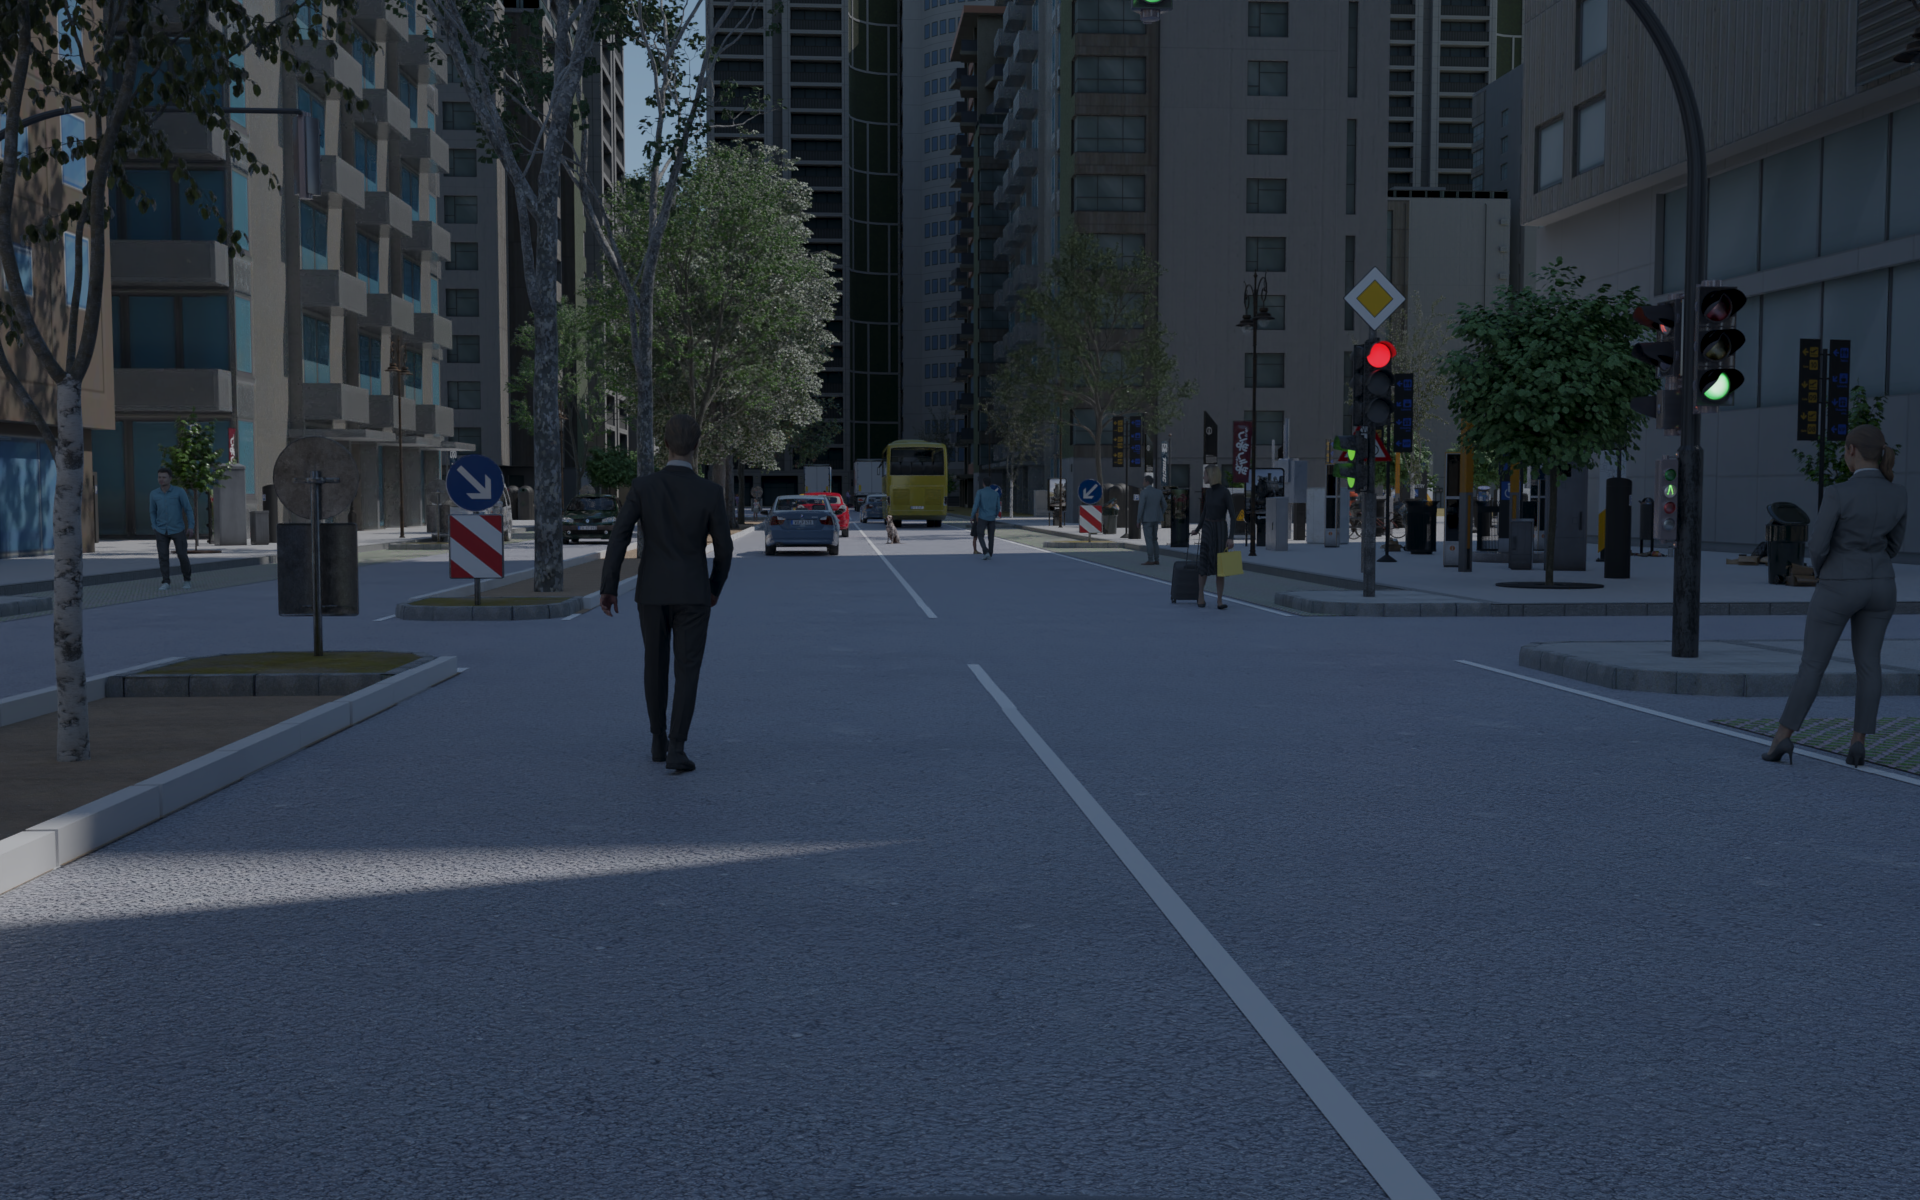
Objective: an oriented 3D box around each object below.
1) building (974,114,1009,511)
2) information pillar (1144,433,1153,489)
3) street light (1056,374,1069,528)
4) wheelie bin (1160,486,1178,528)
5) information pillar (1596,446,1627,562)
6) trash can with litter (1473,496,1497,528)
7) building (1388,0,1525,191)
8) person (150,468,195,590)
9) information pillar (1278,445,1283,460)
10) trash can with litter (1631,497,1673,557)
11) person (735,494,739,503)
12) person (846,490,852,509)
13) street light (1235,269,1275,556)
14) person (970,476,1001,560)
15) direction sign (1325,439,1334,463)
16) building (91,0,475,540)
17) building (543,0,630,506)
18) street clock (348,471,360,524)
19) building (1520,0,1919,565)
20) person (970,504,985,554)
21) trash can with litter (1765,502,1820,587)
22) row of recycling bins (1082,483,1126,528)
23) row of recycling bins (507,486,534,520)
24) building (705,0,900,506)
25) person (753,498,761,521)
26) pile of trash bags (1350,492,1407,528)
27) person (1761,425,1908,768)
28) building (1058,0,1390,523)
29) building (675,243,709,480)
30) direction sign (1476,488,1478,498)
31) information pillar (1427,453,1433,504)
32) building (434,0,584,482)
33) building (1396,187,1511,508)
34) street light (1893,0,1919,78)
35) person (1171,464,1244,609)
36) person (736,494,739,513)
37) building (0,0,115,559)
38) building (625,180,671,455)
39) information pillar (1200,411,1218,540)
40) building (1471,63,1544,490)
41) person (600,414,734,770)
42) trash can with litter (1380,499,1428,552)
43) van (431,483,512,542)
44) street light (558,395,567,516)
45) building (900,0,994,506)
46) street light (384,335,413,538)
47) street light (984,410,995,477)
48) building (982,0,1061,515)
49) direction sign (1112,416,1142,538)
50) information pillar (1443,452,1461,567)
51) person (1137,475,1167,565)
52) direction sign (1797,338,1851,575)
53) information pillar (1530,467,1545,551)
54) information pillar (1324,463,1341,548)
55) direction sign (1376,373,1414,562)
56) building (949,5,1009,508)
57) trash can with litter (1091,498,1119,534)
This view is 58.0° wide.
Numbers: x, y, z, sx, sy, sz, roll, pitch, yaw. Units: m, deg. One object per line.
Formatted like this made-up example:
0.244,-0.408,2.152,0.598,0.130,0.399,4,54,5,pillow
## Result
7.895,-22.245,135.406,14.160,30.474,14.107,0,4,-4,building
7.299,-4.629,67.037,0.183,3.616,0.504,3,5,41,information pillar
3.833,-5.692,65.851,0.468,5.910,1.993,0,4,-4,street light
7.928,-3.502,65.171,0.980,1.594,0.693,3,5,39,wheelie bin
12.297,-2.526,32.653,0.504,3.616,0.183,1,4,19,information pillar
20.687,-3.338,65.629,2.233,1.210,1.678,3,5,42,trash can with litter
52.507,-46.285,195.005,20.611,71.187,20.563,0,4,-4,building
-11.773,-1.065,25.924,0.660,1.820,0.620,-1,4,-8,person
13.956,-5.101,74.758,0.504,3.616,0.183,0,4,6,information pillar
14.242,-1.529,36.055,1.678,1.210,2.233,0,4,-2,trash can with litter
-15.098,-6.492,117.882,0.697,1.427,0.421,0,4,7,person
-10.910,-9.932,170.754,0.599,1.838,0.709,-1,4,-14,person
6.068,-3.850,35.736,0.468,5.910,1.993,0,4,-4,street light
0.584,-1.787,37.743,0.660,1.820,0.620,-2,4,-26,person
15.269,-4.871,71.637,0.379,3.537,0.876,2,4,31,direction sign
-30.794,-26.898,59.398,23.786,49.044,30.456,0,4,-4,building
-35.533,-42.841,138.702,20.563,71.187,20.611,0,4,-4,building
-17.372,-2.747,49.487,0.471,2.002,0.358,2,4,27,street clock
29.301,-27.213,34.174,27.495,52.752,28.713,0,4,-4,building
0.425,-1.725,41.373,0.373,1.253,0.362,0,4,-6,person
11.790,-0.794,24.369,0.624,1.170,1.055,0,4,0,trash can with litter
5.633,-3.669,67.100,1.069,1.692,3.534,-1,4,-18,row of recycling bins
-22.588,-4.825,86.008,3.534,1.692,1.069,2,4,27,row of recycling bins
-16.912,-46.008,190.475,20.611,71.187,20.563,0,4,-4,building
-10.590,-4.705,90.448,0.505,1.210,0.382,1,4,16,person
15.670,-3.445,66.071,1.912,1.369,3.447,-1,4,-20,pile of trash bags
4.621,-0.022,9.140,0.520,1.790,0.573,-1,4,-23,person
11.430,-18.987,82.140,14.160,30.474,14.107,0,4,-4,building
-34.350,-25.370,186.507,14.107,30.474,14.160,0,4,-4,building
24.556,-5.518,82.220,0.876,3.537,0.379,2,4,33,direction sign
26.651,-6.538,98.248,0.504,3.616,0.183,-3,5,-39,information pillar
-29.922,-20.156,101.248,14.160,30.474,14.107,0,4,-4,building
43.411,-24.162,166.757,14.107,30.474,14.160,0,4,-4,building
7.836,-2.482,13.361,0.468,5.910,1.993,0,4,-4,street light
3.142,-0.813,22.016,0.699,1.804,1.509,0,4,-2,person
-16.759,-7.236,130.032,0.599,1.433,0.991,0,4,-4,person
-25.055,-23.207,29.550,14.600,45.320,14.200,0,4,-4,building
-34.859,-23.824,161.229,14.107,30.474,14.160,0,4,-4,building
7.036,-3.512,48.780,0.504,3.616,0.183,-3,4,-36,information pillar
58.450,-29.592,167.428,14.086,41.232,14.154,0,4,-4,building
-1.512,-0.051,9.115,0.659,1.850,0.755,0,4,-2,person
9.959,-1.666,38.627,1.055,1.170,0.624,0,4,-7,trash can with litter
-14.271,-2.670,50.674,2.013,2.044,4.112,0,4,-3,van
-18.664,-6.629,81.165,0.468,5.910,1.993,0,4,-4,street light
7.518,-39.764,192.143,28.212,58.520,21.231,0,4,-4,building
-16.331,-4.755,50.533,0.468,5.910,1.993,0,4,-4,street light
1.638,-7.525,95.819,0.468,5.910,1.993,0,4,-4,street light
14.012,-30.176,112.994,23.786,49.044,30.456,0,4,-4,building
4.852,-3.572,50.394,0.876,3.537,0.379,2,4,25,direction sign
8.648,-1.583,30.373,0.304,2.012,0.304,1,4,16,information pillar
3.835,-1.601,34.783,0.635,1.810,0.391,-3,5,-41,person
12.644,-2.044,25.409,0.876,3.537,0.379,-1,4,-16,direction sign
13.047,-2.111,39.010,0.304,2.012,0.304,-2,4,-23,information pillar
8.937,-2.266,41.537,0.304,2.012,0.304,2,4,29,information pillar
8.065,-2.484,32.618,0.876,3.537,0.379,1,4,19,direction sign
10.479,-30.706,156.670,22.147,44.769,28.867,0,4,-4,building
4.518,-2.671,55.052,1.055,1.170,0.624,0,4,1,trash can with litter
